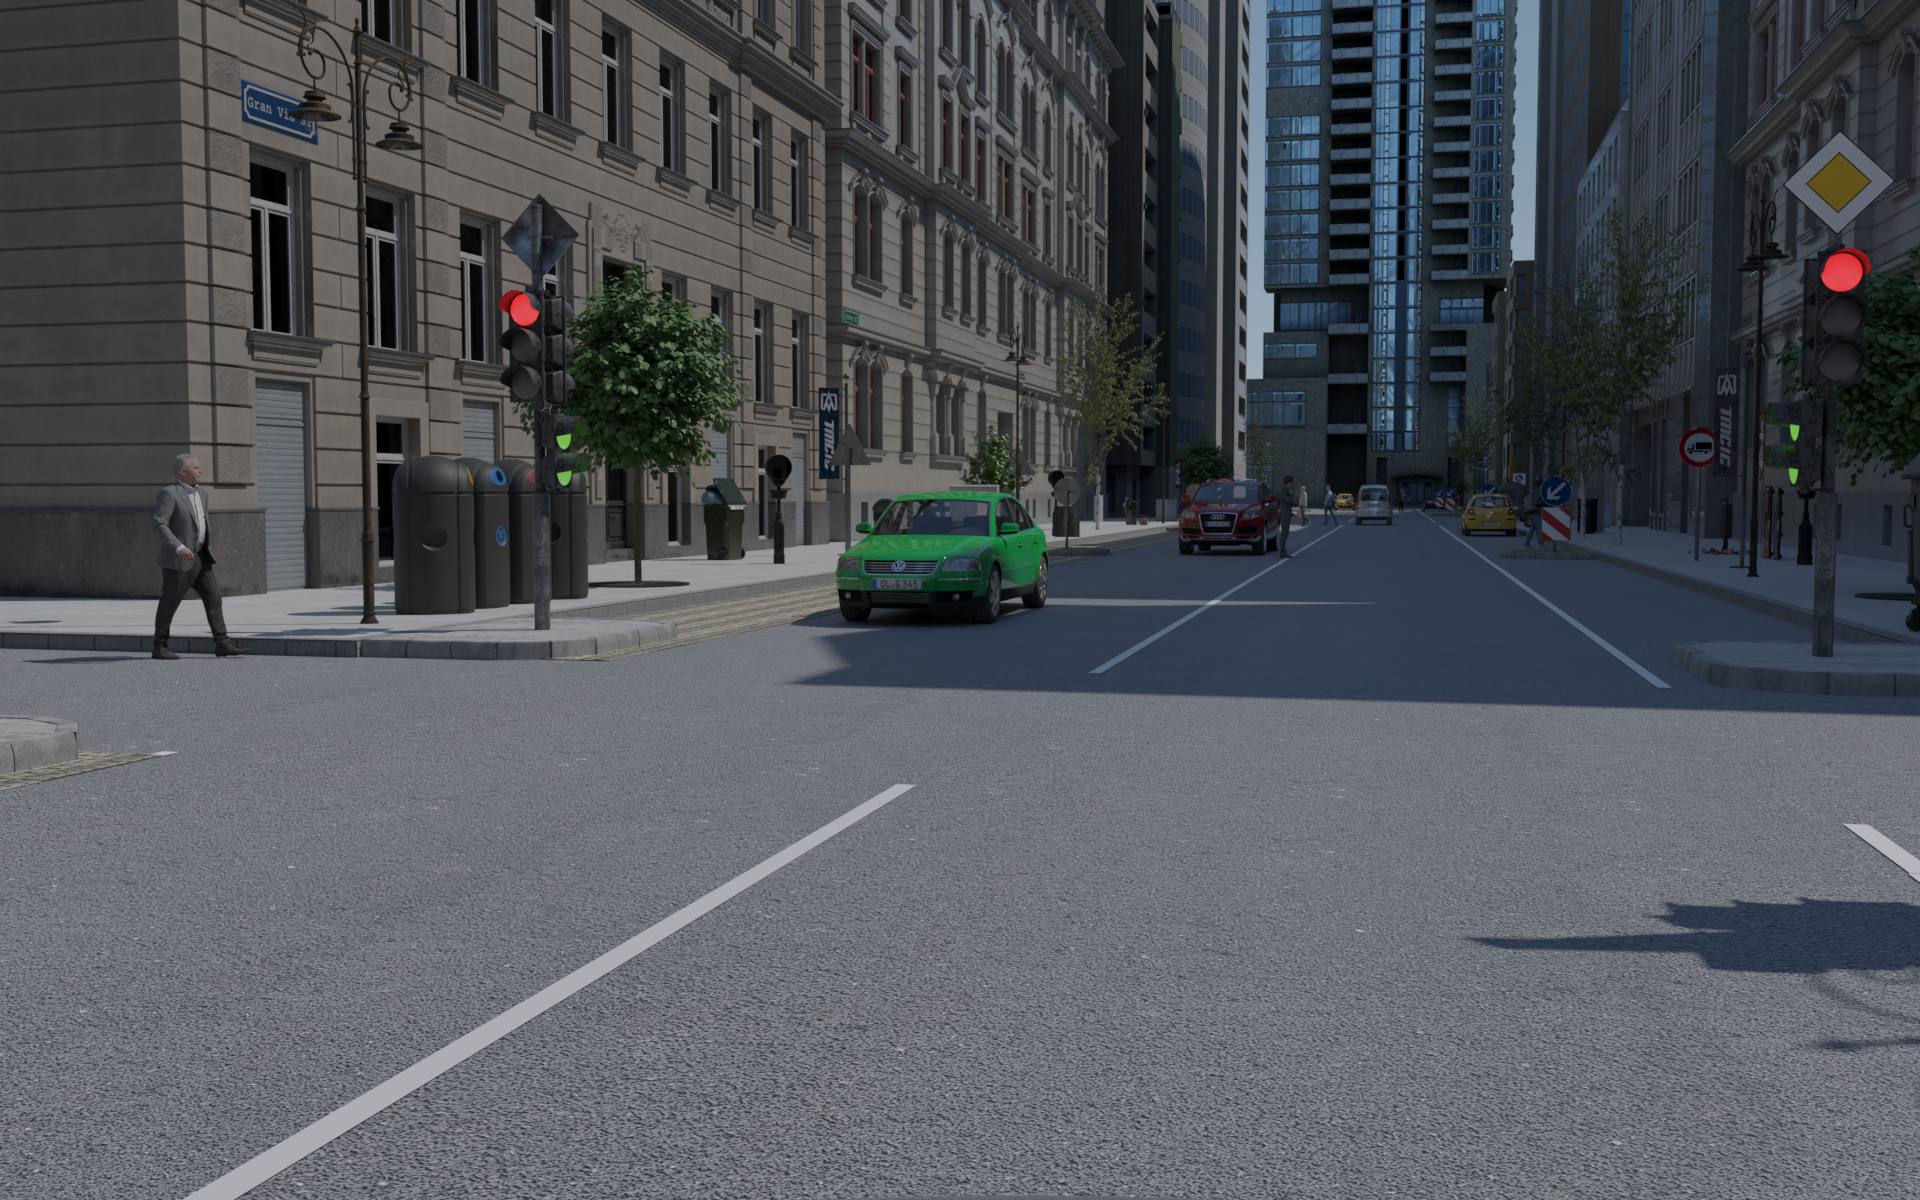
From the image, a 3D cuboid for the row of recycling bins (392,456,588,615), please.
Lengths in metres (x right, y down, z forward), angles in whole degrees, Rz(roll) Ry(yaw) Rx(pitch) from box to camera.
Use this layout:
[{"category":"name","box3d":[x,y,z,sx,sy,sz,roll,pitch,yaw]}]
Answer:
[{"category":"row of recycling bins","box3d":[-5.388,-0.788,19.994,1.069,1.692,3.534,1,4,14]}]

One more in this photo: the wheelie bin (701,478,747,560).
[{"category":"wheelie bin","box3d":[-4.628,-1.582,33.771,0.693,1.594,0.980,2,4,28]}]

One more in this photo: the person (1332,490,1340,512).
[{"category":"person","box3d":[30.395,-8.049,140.822,0.721,1.735,1.217,-3,4,-38]}]

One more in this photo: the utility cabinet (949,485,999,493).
[{"category":"utility cabinet","box3d":[0.345,-2.042,42.067,1.173,1.500,0.318,1,4,12]}]

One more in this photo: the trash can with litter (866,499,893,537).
[{"category":"trash can with litter","box3d":[-1.904,-1.904,42.523,0.624,1.170,1.055,1,4,16]}]

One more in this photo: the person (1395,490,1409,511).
[{"category":"person","box3d":[36.649,-8.266,143.794,1.348,1.807,0.705,-1,4,-16]}]

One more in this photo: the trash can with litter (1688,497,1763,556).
[{"category":"trash can with litter","box3d":[16.562,-1.602,37.248,1.678,1.210,2.233,1,4,20]}]

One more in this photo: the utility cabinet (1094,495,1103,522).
[{"category":"utility cabinet","box3d":[6.282,-4.129,78.674,0.306,1.237,1.020,1,4,12]}]

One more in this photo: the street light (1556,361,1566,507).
[{"category":"street light","box3d":[19.447,-5.076,55.781,0.468,5.910,1.993,1,4,14]}]

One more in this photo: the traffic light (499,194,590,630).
[{"category":"traffic light","box3d":[-3.932,-1.672,16.252,0.839,4.253,0.868,1,4,14]}]

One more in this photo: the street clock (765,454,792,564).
[{"category":"street clock","box3d":[-3.322,-1.662,31.747,0.471,2.002,0.358,-1,4,-14]}]

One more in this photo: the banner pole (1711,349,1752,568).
[{"category":"banner pole","box3d":[13.450,-2.454,30.133,0.401,3.779,0.863,-2,4,-30]}]

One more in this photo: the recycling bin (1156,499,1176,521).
[{"category":"recycling bin","box3d":[9.859,-4.297,82.805,0.722,1.027,0.722,-3,5,-40]}]

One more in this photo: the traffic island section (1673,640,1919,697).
[{"category":"traffic island section","box3d":[6.837,0.526,13.685,2.009,0.180,2.903,1,4,14]}]

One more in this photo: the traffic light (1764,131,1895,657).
[{"category":"traffic light","box3d":[6.801,-1.508,13.580,0.839,4.253,0.868,1,4,14]}]

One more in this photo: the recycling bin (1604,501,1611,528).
[{"category":"recycling bin","box3d":[24.597,-3.312,66.713,0.722,1.027,0.722,0,4,4]}]

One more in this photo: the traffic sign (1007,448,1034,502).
[{"category":"traffic sign","box3d":[1.644,-2.963,48.451,0.884,2.594,0.081,1,4,18]}]

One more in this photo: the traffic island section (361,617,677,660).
[{"category":"traffic island section","box3d":[-3.968,0.360,16.396,2.009,0.180,2.903,1,4,14]}]

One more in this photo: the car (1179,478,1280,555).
[{"category":"car","box3d":[6.645,-2.063,42.405,2.281,1.827,5.304,1,4,16]}]

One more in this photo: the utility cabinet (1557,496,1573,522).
[{"category":"utility cabinet","box3d":[28.210,-4.262,80.848,0.306,1.237,1.020,-1,4,-10]}]

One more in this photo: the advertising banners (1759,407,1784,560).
[{"category":"advertising banners","box3d":[16.024,-2.330,34.280,0.090,3.025,2.074,1,4,13]}]

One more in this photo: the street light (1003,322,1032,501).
[{"category":"street light","box3d":[1.549,-4.515,46.601,0.468,5.910,1.993,1,4,14]}]

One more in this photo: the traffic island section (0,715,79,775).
[{"category":"traffic island section","box3d":[-5.915,0.834,8.651,2.009,0.180,2.903,1,4,14]}]

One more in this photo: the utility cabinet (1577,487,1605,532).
[{"category":"utility cabinet","box3d":[20.924,-2.984,57.462,1.173,1.500,0.318,-3,5,-40]}]

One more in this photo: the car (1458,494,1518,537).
[{"category":"car","box3d":[18.266,-3.035,59.847,2.015,1.641,3.980,1,4,14]}]

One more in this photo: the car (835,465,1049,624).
[{"category":"car","box3d":[-0.121,-0.729,20.708,1.959,1.807,4.718,1,4,14]}]

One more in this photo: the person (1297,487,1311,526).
[{"category":"person","box3d":[15.272,-4.156,76.944,0.515,1.767,0.782,0,4,-2]}]

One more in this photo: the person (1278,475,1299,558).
[{"category":"person","box3d":[7.341,-1.860,38.714,0.447,1.846,0.655,1,4,12]}]

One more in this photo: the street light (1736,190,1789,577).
[{"category":"street light","box3d":[12.290,-3.295,26.669,0.468,5.910,1.993,1,4,14]}]

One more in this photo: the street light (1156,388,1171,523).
[{"category":"street light","box3d":[8.914,-6.299,75.775,0.468,5.910,1.993,1,4,14]}]

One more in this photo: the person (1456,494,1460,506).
[{"category":"person","box3d":[47.649,-9.421,165.758,0.421,1.427,0.697,1,4,18]}]

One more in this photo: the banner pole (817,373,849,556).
[{"category":"banner pole","box3d":[-2.564,-2.809,35.946,0.863,3.779,0.401,-2,4,-28]}]

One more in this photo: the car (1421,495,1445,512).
[{"category":"car","box3d":[38.987,-7.957,142.669,1.945,1.354,3.894,1,4,13]}]

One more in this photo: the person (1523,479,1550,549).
[{"category":"person","box3d":[15.014,-2.234,45.017,0.713,1.824,0.794,2,4,30]}]

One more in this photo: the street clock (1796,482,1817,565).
[{"category":"street clock","box3d":[15.289,-1.634,31.290,0.358,2.002,0.471,-2,4,-29]}]

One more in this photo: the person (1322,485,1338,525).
[{"category":"person","box3d":[16.903,-4.333,79.204,0.748,1.841,0.638,3,5,40]}]

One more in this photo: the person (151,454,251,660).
[{"category":"person","box3d":[-6.624,-0.374,15.010,0.834,1.777,0.661,0,4,6]}]

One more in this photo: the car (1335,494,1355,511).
[{"category":"car","box3d":[33.470,-8.579,150.484,2.015,1.641,3.980,1,4,13]}]

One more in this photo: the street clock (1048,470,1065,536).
[{"category":"street clock","box3d":[2.929,-2.950,52.800,0.471,2.002,0.358,-2,4,-26]}]

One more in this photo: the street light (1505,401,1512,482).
[{"category":"street light","box3d":[26.836,-6.853,84.834,0.468,5.910,1.993,1,4,14]}]

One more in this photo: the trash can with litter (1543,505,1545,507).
[{"category":"trash can with litter","box3d":[21.858,-3.235,64.281,1.055,1.170,0.624,1,4,18]}]

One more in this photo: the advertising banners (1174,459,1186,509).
[{"category":"advertising banners","box3d":[11.384,-5.507,86.227,2.074,3.025,0.090,-3,4,-37]}]

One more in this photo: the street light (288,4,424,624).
[{"category":"street light","box3d":[-5.854,-2.703,16.986,0.468,5.910,1.993,1,4,14]}]

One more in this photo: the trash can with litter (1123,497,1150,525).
[{"category":"trash can with litter","box3d":[7.296,-3.680,71.554,1.055,1.170,0.624,0,4,-6]}]
